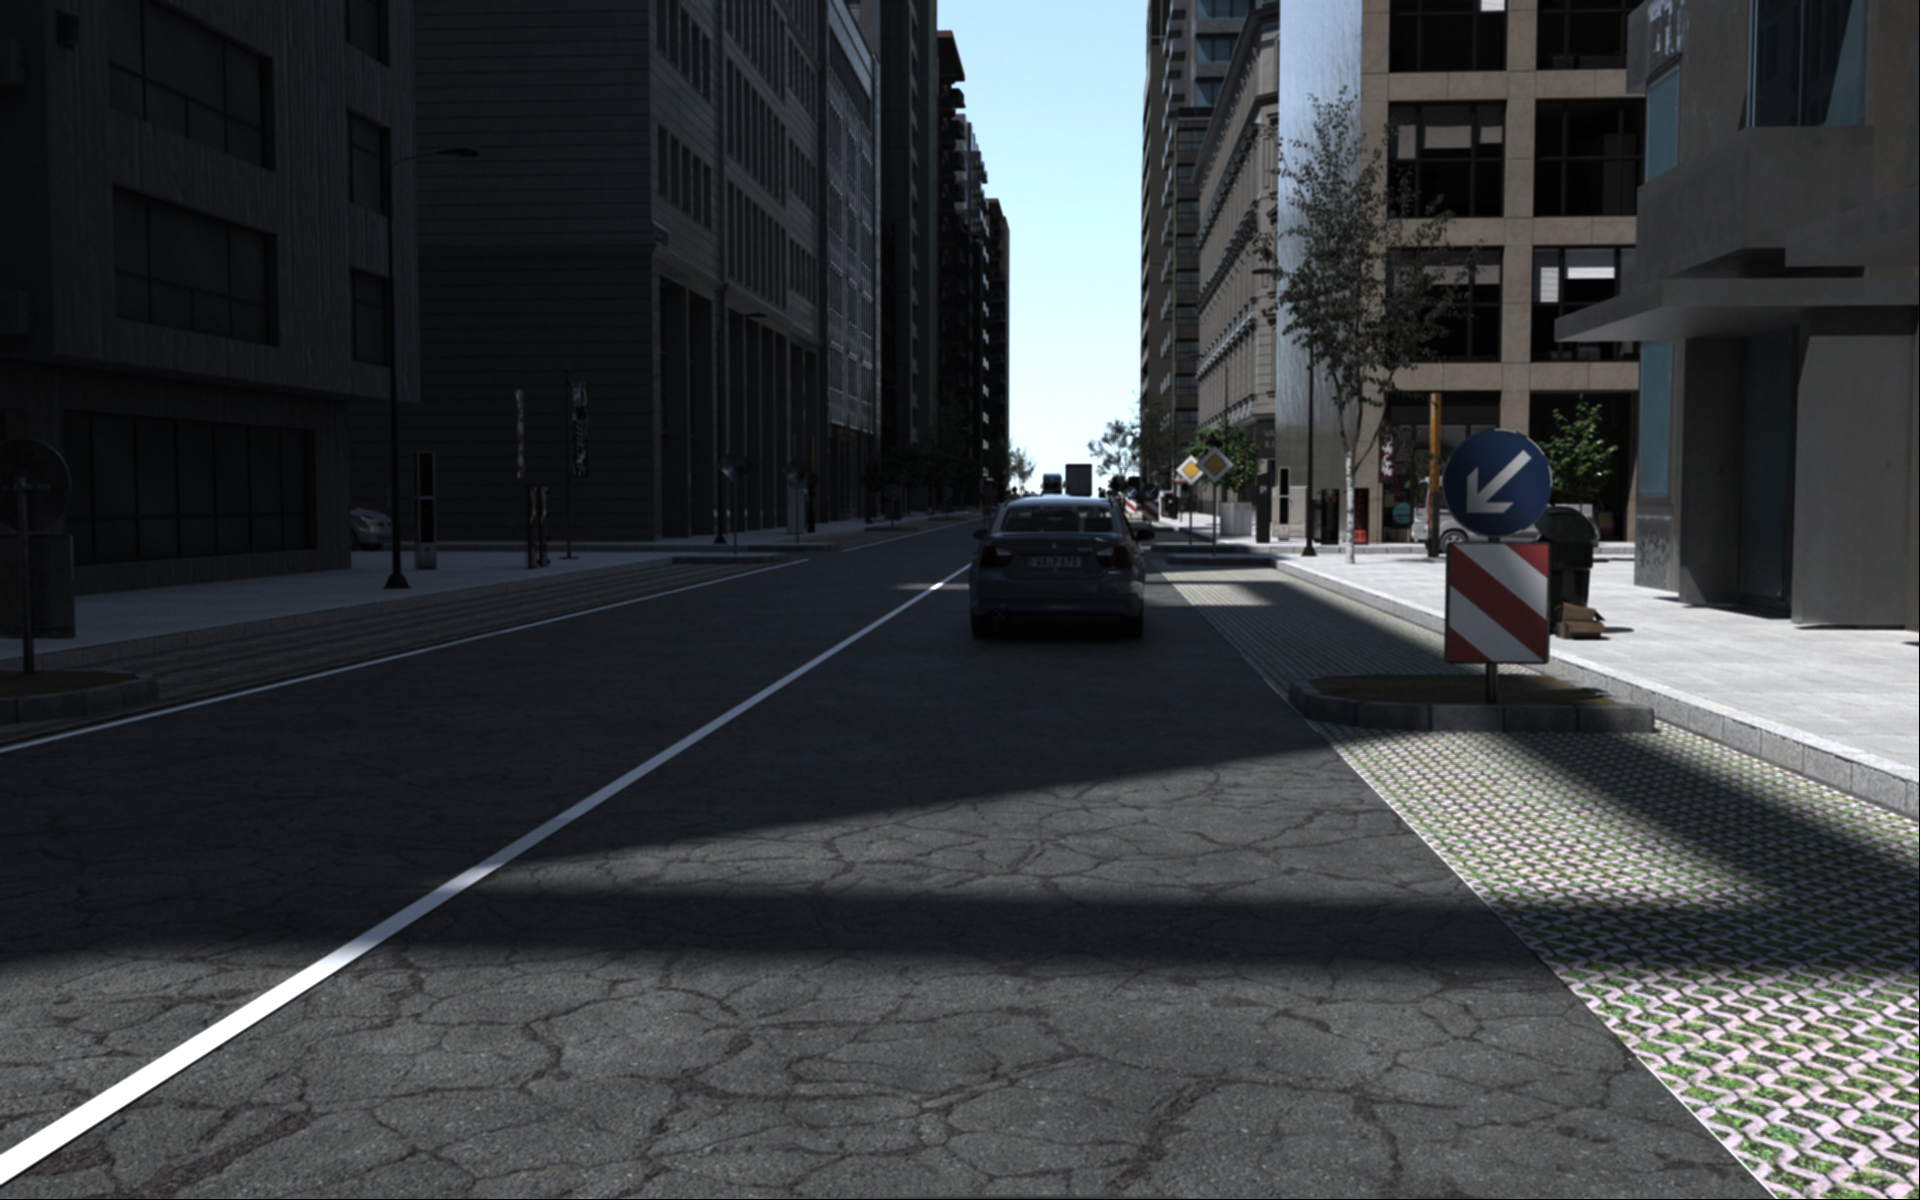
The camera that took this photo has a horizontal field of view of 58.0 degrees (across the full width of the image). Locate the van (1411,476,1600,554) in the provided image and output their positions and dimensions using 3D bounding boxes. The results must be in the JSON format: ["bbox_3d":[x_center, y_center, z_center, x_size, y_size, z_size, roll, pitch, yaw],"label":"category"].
[{"bbox_3d":[12.556,-2.009,39.863,4.112,2.044,2.013,0,4,2],"label":"van"}]

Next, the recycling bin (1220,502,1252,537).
[{"bbox_3d":[8.380,-2.450,52.605,0.722,1.027,0.722,-2,4,-24],"label":"recycling bin"}]

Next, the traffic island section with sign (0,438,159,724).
[{"bbox_3d":[-6.571,-0.179,11.555,1.989,1.847,2.006,0,4,4],"label":"traffic island section with sign"}]

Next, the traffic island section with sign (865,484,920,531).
[{"bbox_3d":[-2.596,-3.575,67.075,1.989,1.847,2.006,0,4,4],"label":"traffic island section with sign"}]

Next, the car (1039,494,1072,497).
[{"bbox_3d":[3.527,-3.300,63.738,2.009,1.686,4.222,0,4,4],"label":"car"}]

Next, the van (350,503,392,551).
[{"bbox_3d":[-15.926,-2.155,42.246,4.112,2.044,2.013,0,4,5],"label":"van"}]

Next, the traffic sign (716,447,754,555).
[{"bbox_3d":[-4.749,-2.015,36.585,0.795,2.450,0.064,0,4,4],"label":"traffic sign"}]

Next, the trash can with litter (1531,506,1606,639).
[{"bbox_3d":[5.576,-0.262,15.669,0.624,1.170,1.055,0,4,-1],"label":"trash can with litter"}]

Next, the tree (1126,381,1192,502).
[{"bbox_3d":[12.799,-9.893,112.113,4.360,8.622,3.978,0,3,0],"label":"tree"}]

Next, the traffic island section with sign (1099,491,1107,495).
[{"bbox_3d":[12.621,-8.209,142.844,1.989,1.847,2.006,0,4,4],"label":"traffic island section with sign"}]

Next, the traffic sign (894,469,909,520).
[{"bbox_3d":[-2.942,-5.277,86.392,0.768,2.556,0.104,1,4,9],"label":"traffic sign"}]

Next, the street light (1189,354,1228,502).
[{"bbox_3d":[8.287,-5.194,57.460,1.470,5.913,1.316,0,4,4],"label":"street light"}]

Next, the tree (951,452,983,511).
[{"bbox_3d":[-1.650,-7.909,113.018,4.285,4.588,4.351,0,3,0],"label":"tree"}]

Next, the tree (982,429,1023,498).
[{"bbox_3d":[3.973,-14.930,194.465,4.737,8.622,4.395,0,3,0],"label":"tree"}]

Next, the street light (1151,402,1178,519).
[{"bbox_3d":[10.371,-7.055,87.890,1.470,5.913,1.316,0,4,4],"label":"street light"}]

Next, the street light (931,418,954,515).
[{"bbox_3d":[-1.169,-8.145,105.713,1.470,5.913,1.316,0,4,4],"label":"street light"}]

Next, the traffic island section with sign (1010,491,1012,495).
[{"bbox_3d":[4.844,-9.935,171.063,1.989,1.847,2.006,0,4,4],"label":"traffic island section with sign"}]

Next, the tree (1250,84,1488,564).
[{"bbox_3d":[7.196,-4.958,31.429,4.360,8.622,3.978,0,3,0],"label":"tree"}]

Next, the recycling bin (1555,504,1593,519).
[{"bbox_3d":[15.504,-1.909,43.774,0.722,1.027,0.722,0,4,-2],"label":"recycling bin"}]

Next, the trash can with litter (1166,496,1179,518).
[{"bbox_3d":[11.280,-4.965,92.567,0.624,1.170,1.055,-1,4,-17],"label":"trash can with litter"}]

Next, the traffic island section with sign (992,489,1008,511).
[{"bbox_3d":[2.865,-8.245,143.441,1.989,1.847,2.006,0,4,4],"label":"traffic island section with sign"}]

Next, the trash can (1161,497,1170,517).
[{"bbox_3d":[11.555,-5.217,96.957,0.748,1.137,0.748,0,3,0],"label":"trash can"}]

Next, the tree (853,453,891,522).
[{"bbox_3d":[-3.905,-5.292,81.125,1.663,3.219,1.824,0,3,0],"label":"tree"}]

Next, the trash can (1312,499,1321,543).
[{"bbox_3d":[9.618,-2.095,45.904,0.748,1.137,0.748,0,3,0],"label":"trash can"}]

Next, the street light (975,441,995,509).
[{"bbox_3d":[2.047,-10.974,151.962,1.470,5.913,1.316,0,4,4],"label":"street light"}]

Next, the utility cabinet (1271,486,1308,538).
[{"bbox_3d":[9.642,-2.556,50.471,1.173,1.500,0.318,3,5,45],"label":"utility cabinet"}]

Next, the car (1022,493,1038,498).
[{"bbox_3d":[5.542,-7.767,136.581,1.945,1.707,3.694,0,4,2],"label":"car"}]

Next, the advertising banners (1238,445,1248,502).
[{"bbox_3d":[9.995,-3.973,61.144,0.090,3.025,2.074,1,4,17],"label":"advertising banners"}]

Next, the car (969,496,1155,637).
[{"bbox_3d":[1.098,-0.407,18.663,2.014,1.417,4.499,0,4,5],"label":"car"}]

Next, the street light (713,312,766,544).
[{"bbox_3d":[-5.649,-4.399,44.473,1.470,5.913,1.316,0,4,4],"label":"street light"}]

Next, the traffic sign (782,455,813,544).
[{"bbox_3d":[-4.179,-2.502,44.550,0.795,2.450,0.064,0,4,4],"label":"traffic sign"}]

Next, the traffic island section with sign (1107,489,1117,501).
[{"bbox_3d":[9.081,-5.181,93.336,1.989,1.847,2.006,0,4,4],"label":"traffic island section with sign"}]

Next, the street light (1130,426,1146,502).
[{"bbox_3d":[12.534,-8.916,118.315,1.470,5.913,1.316,0,4,4],"label":"street light"}]

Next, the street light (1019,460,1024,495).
[{"bbox_3d":[8.016,-16.075,235.366,1.470,5.913,1.316,0,4,4],"label":"street light"}]

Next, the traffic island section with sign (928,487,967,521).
[{"bbox_3d":[-0.664,-5.230,94.135,1.989,1.847,2.006,0,4,4],"label":"traffic island section with sign"}]

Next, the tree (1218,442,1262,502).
[{"bbox_3d":[10.292,-4.297,64.855,1.663,3.219,1.824,0,3,0],"label":"tree"}]

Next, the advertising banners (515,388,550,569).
[{"bbox_3d":[-7.346,-2.052,29.730,0.090,3.025,2.074,0,4,0],"label":"advertising banners"}]

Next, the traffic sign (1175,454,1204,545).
[{"bbox_3d":[5.838,-2.457,43.816,0.795,2.450,0.064,0,4,4],"label":"traffic sign"}]

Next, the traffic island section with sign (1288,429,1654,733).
[{"bbox_3d":[3.210,-0.164,11.307,1.989,1.847,2.006,0,4,4],"label":"traffic island section with sign"}]

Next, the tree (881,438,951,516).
[{"bbox_3d":[-3.194,-7.137,100.407,4.285,4.588,4.351,0,3,0],"label":"tree"}]

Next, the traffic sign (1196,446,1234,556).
[{"bbox_3d":[5.268,-1.970,35.851,0.795,2.450,0.064,0,4,4],"label":"traffic sign"}]

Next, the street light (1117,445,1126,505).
[{"bbox_3d":[15.970,-11.745,164.568,1.470,5.913,1.316,0,4,4],"label":"street light"}]

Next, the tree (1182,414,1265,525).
[{"bbox_3d":[10.843,-5.369,71.504,4.285,4.588,4.351,0,3,0],"label":"tree"}]

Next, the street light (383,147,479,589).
[{"bbox_3d":[-7.123,-3.108,23.351,1.470,5.913,1.316,0,4,4],"label":"street light"}]

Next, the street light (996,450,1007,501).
[{"bbox_3d":[4.202,-12.835,182.388,1.470,5.913,1.316,0,4,4],"label":"street light"}]

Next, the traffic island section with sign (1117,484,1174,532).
[{"bbox_3d":[7.108,-3.501,65.868,1.989,1.847,2.006,0,4,4],"label":"traffic island section with sign"}]

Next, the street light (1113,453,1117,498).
[{"bbox_3d":[18.055,-13.606,194.998,1.470,5.913,1.316,0,4,4],"label":"street light"}]

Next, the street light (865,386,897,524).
[{"bbox_3d":[-3.400,-6.260,74.891,1.470,5.913,1.316,0,4,4],"label":"street light"}]

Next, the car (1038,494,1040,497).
[{"bbox_3d":[6.941,-9.034,159.708,2.014,1.417,4.499,0,4,3],"label":"car"}]

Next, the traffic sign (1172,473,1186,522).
[{"bbox_3d":[10.158,-4.862,79.498,0.884,2.594,0.081,1,4,10],"label":"traffic sign"}]

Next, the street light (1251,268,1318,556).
[{"bbox_3d":[6.686,-3.863,35.700,1.470,5.913,1.316,0,4,4],"label":"street light"}]

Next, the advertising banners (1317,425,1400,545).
[{"bbox_3d":[10.035,-2.900,43.601,2.074,3.025,0.090,0,4,-4],"label":"advertising banners"}]

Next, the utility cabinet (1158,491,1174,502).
[{"bbox_3d":[13.924,-6.652,117.440,1.173,1.500,0.318,2,4,28],"label":"utility cabinet"}]

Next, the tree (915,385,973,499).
[{"bbox_3d":[-1.044,-10.234,117.680,4.360,8.622,3.978,0,3,0],"label":"tree"}]

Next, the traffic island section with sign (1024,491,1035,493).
[{"bbox_3d":[10.695,-14.932,252.771,1.989,1.847,2.006,0,4,4],"label":"traffic island section with sign"}]
